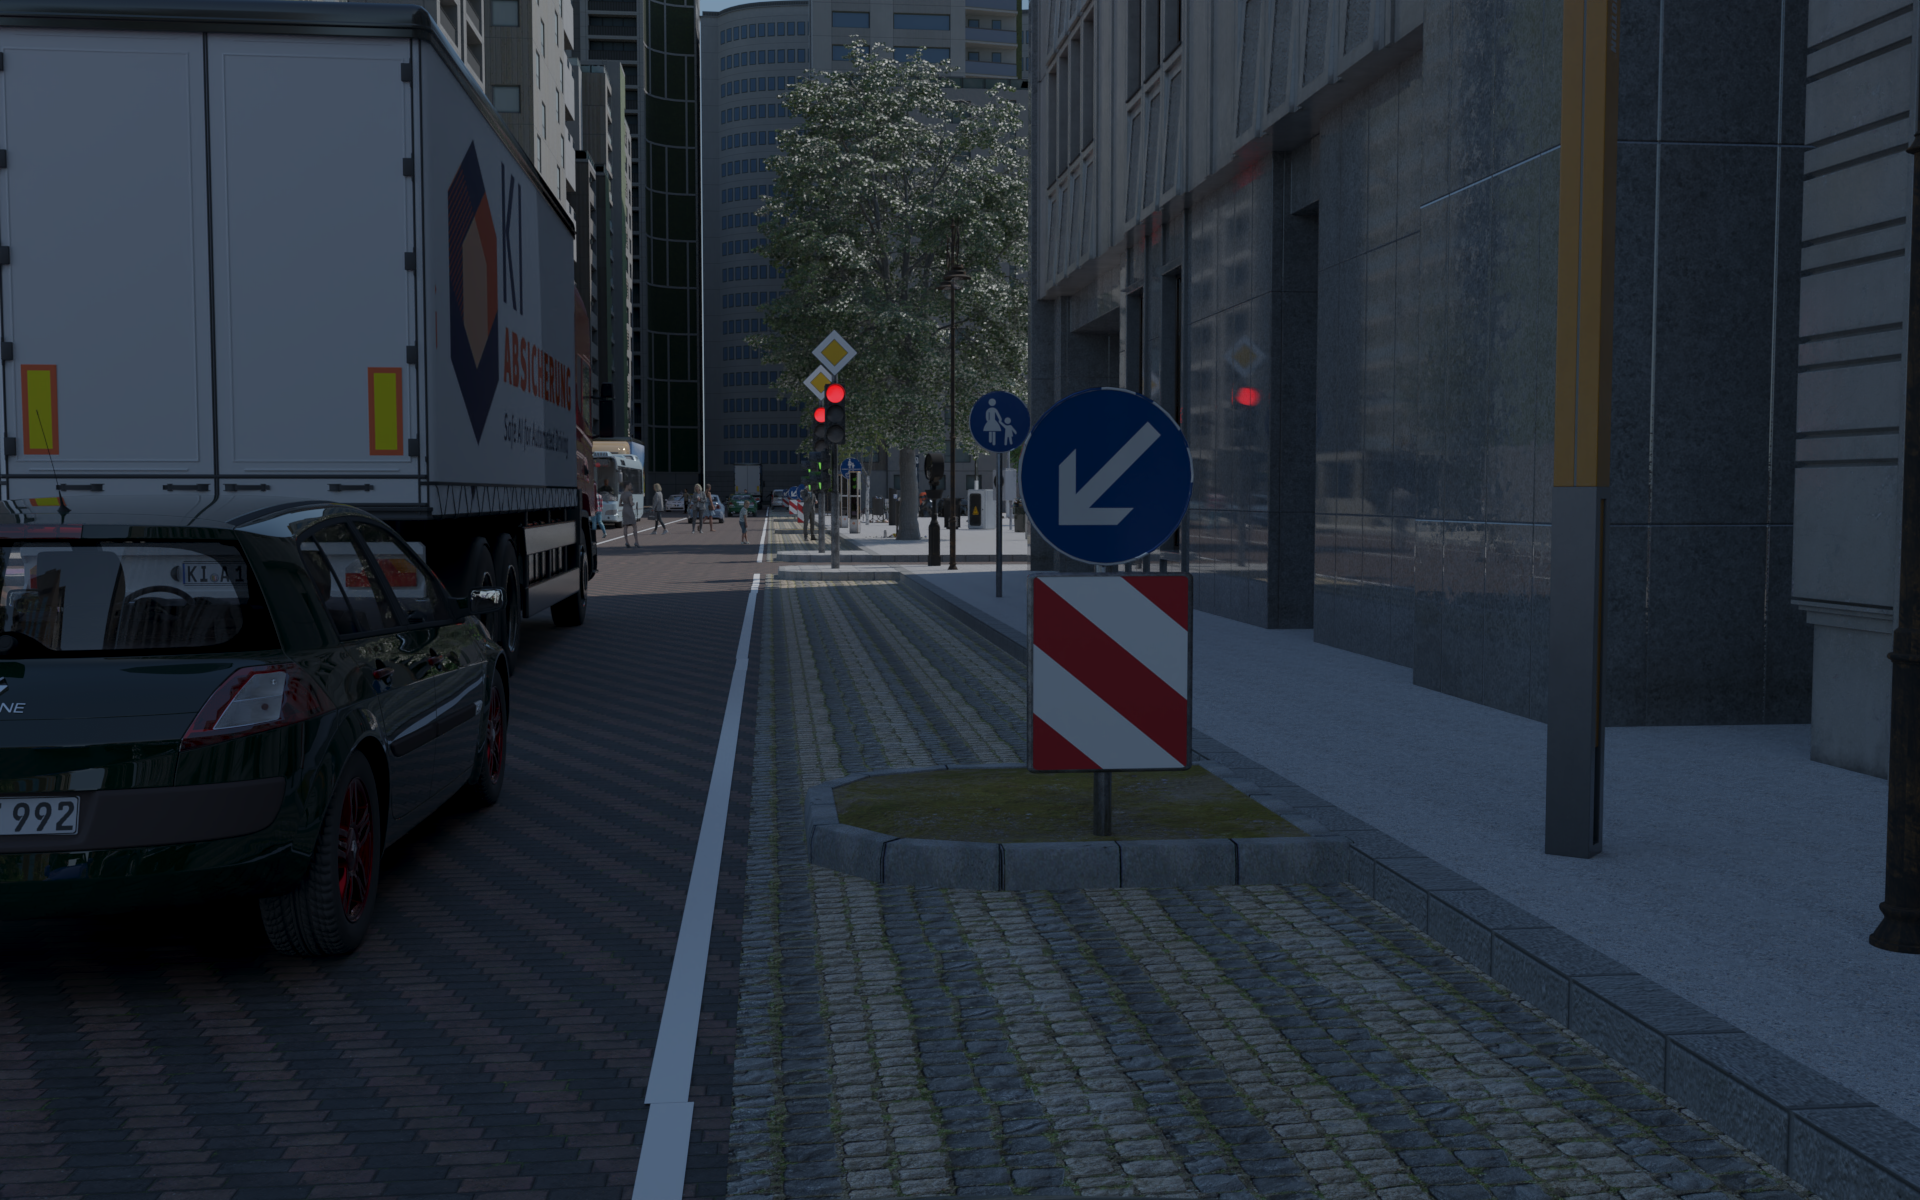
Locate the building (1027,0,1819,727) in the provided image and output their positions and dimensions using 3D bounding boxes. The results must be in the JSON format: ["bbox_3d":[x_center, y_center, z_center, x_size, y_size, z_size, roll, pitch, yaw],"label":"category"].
[{"bbox_3d":[8.180,-12.308,19.251,12.078,24.808,19.932,0,4,-6],"label":"building"}]

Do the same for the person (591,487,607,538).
[{"bbox_3d":[-11.880,-2.887,56.547,0.643,1.720,0.563,3,5,41],"label":"person"}]

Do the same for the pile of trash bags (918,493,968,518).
[{"bbox_3d":[-0.726,-5.502,99.714,3.447,1.369,1.912,-1,4,-21],"label":"pile of trash bags"}]

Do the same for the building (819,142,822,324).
[{"bbox_3d":[-4.119,-22.376,137.541,14.160,30.474,14.107,0,4,-6],"label":"building"}]

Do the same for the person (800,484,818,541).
[{"bbox_3d":[-4.548,-2.727,52.890,0.447,1.846,0.655,3,5,40],"label":"person"}]

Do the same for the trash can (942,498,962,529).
[{"bbox_3d":[-0.280,-3.145,63.077,0.748,1.137,0.748,0,3,0],"label":"trash can"}]

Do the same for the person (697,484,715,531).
[{"bbox_3d":[-9.607,-3.506,65.913,0.778,1.811,0.616,-3,5,-40],"label":"person"}]

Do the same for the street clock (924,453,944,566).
[{"bbox_3d":[-0.459,-1.607,30.853,0.358,2.002,0.471,-1,4,-20],"label":"street clock"}]

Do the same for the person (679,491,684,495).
[{"bbox_3d":[-24.822,-8.879,154.336,0.551,1.740,0.621,-3,4,-36],"label":"person"}]

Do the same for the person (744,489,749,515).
[{"bbox_3d":[-14.722,-6.704,118.554,0.568,1.767,0.683,0,4,-8],"label":"person"}]

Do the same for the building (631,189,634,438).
[{"bbox_3d":[-40.783,-30.193,177.243,14.086,41.232,14.154,0,4,-6],"label":"building"}]

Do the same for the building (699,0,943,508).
[{"bbox_3d":[-16.380,-40.642,206.495,28.212,58.520,21.231,0,4,-6],"label":"building"}]

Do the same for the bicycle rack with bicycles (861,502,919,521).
[{"bbox_3d":[-3.451,-4.265,83.108,2.852,0.926,2.925,-2,4,-35],"label":"bicycle rack with bicycles"}]

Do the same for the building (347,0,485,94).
[{"bbox_3d":[-35.810,-40.311,97.341,20.563,71.187,20.611,0,4,-6],"label":"building"}]

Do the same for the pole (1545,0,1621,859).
[{"bbox_3d":[2.193,-0.749,6.089,0.158,3.312,0.155,0,3,0],"label":"pole"}]

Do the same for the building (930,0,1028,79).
[{"bbox_3d":[11.731,-40.854,209.956,28.212,58.520,21.231,0,4,-6],"label":"building"}]

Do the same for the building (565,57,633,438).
[{"bbox_3d":[-38.087,-29.033,158.287,14.154,41.232,14.086,0,4,-6],"label":"building"}]

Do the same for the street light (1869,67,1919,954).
[{"bbox_3d":[2.680,-1.954,4.734,0.468,5.910,1.993,0,4,-6],"label":"street light"}]

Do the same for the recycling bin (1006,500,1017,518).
[{"bbox_3d":[2.868,-5.017,94.580,0.722,1.027,0.722,0,4,-2],"label":"recycling bin"}]

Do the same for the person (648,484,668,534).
[{"bbox_3d":[-10.699,-3.218,61.304,0.728,1.800,0.709,1,4,11],"label":"person"}]

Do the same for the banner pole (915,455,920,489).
[{"bbox_3d":[-2.679,-6.563,97.328,0.863,3.779,0.401,-1,4,-12],"label":"banner pole"}]

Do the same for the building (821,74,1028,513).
[{"bbox_3d":[-2.322,-21.521,123.572,14.160,30.474,14.107,0,4,-6],"label":"building"}]

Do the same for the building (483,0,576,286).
[{"bbox_3d":[-41.952,-32.585,121.998,28.713,52.752,27.495,0,4,-6],"label":"building"}]

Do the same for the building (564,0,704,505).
[{"bbox_3d":[-41.018,-46.776,203.036,20.611,71.187,20.563,0,4,-6],"label":"building"}]

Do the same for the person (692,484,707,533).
[{"bbox_3d":[-9.535,-3.341,63.303,0.537,1.800,0.526,0,4,4],"label":"person"}]

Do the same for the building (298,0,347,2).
[{"bbox_3d":[-37.951,-22.981,67.628,32.217,40.220,23.993,0,4,-6],"label":"building"}]

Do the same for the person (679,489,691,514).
[{"bbox_3d":[-19.963,-7.191,126.089,1.348,1.823,0.705,3,5,39],"label":"person"}]

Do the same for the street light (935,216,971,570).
[{"bbox_3d":[-0.123,-3.448,29.166,0.468,5.910,1.993,0,4,-6],"label":"street light"}]

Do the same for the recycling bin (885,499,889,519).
[{"bbox_3d":[-3.416,-4.751,90.232,0.722,1.027,0.722,3,5,43],"label":"recycling bin"}]

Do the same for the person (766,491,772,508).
[{"bbox_3d":[-18.652,-9.914,171.420,1.217,1.723,0.721,0,4,-2],"label":"person"}]

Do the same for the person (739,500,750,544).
[{"bbox_3d":[-6.179,-2.234,49.714,0.352,1.250,0.332,1,4,19],"label":"person"}]

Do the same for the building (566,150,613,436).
[{"bbox_3d":[-36.777,-22.808,144.604,14.160,30.474,14.107,0,4,-6],"label":"building"}]

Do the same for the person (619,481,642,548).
[{"bbox_3d":[-8.777,-2.279,46.097,0.599,1.781,0.374,3,4,36],"label":"person"}]
